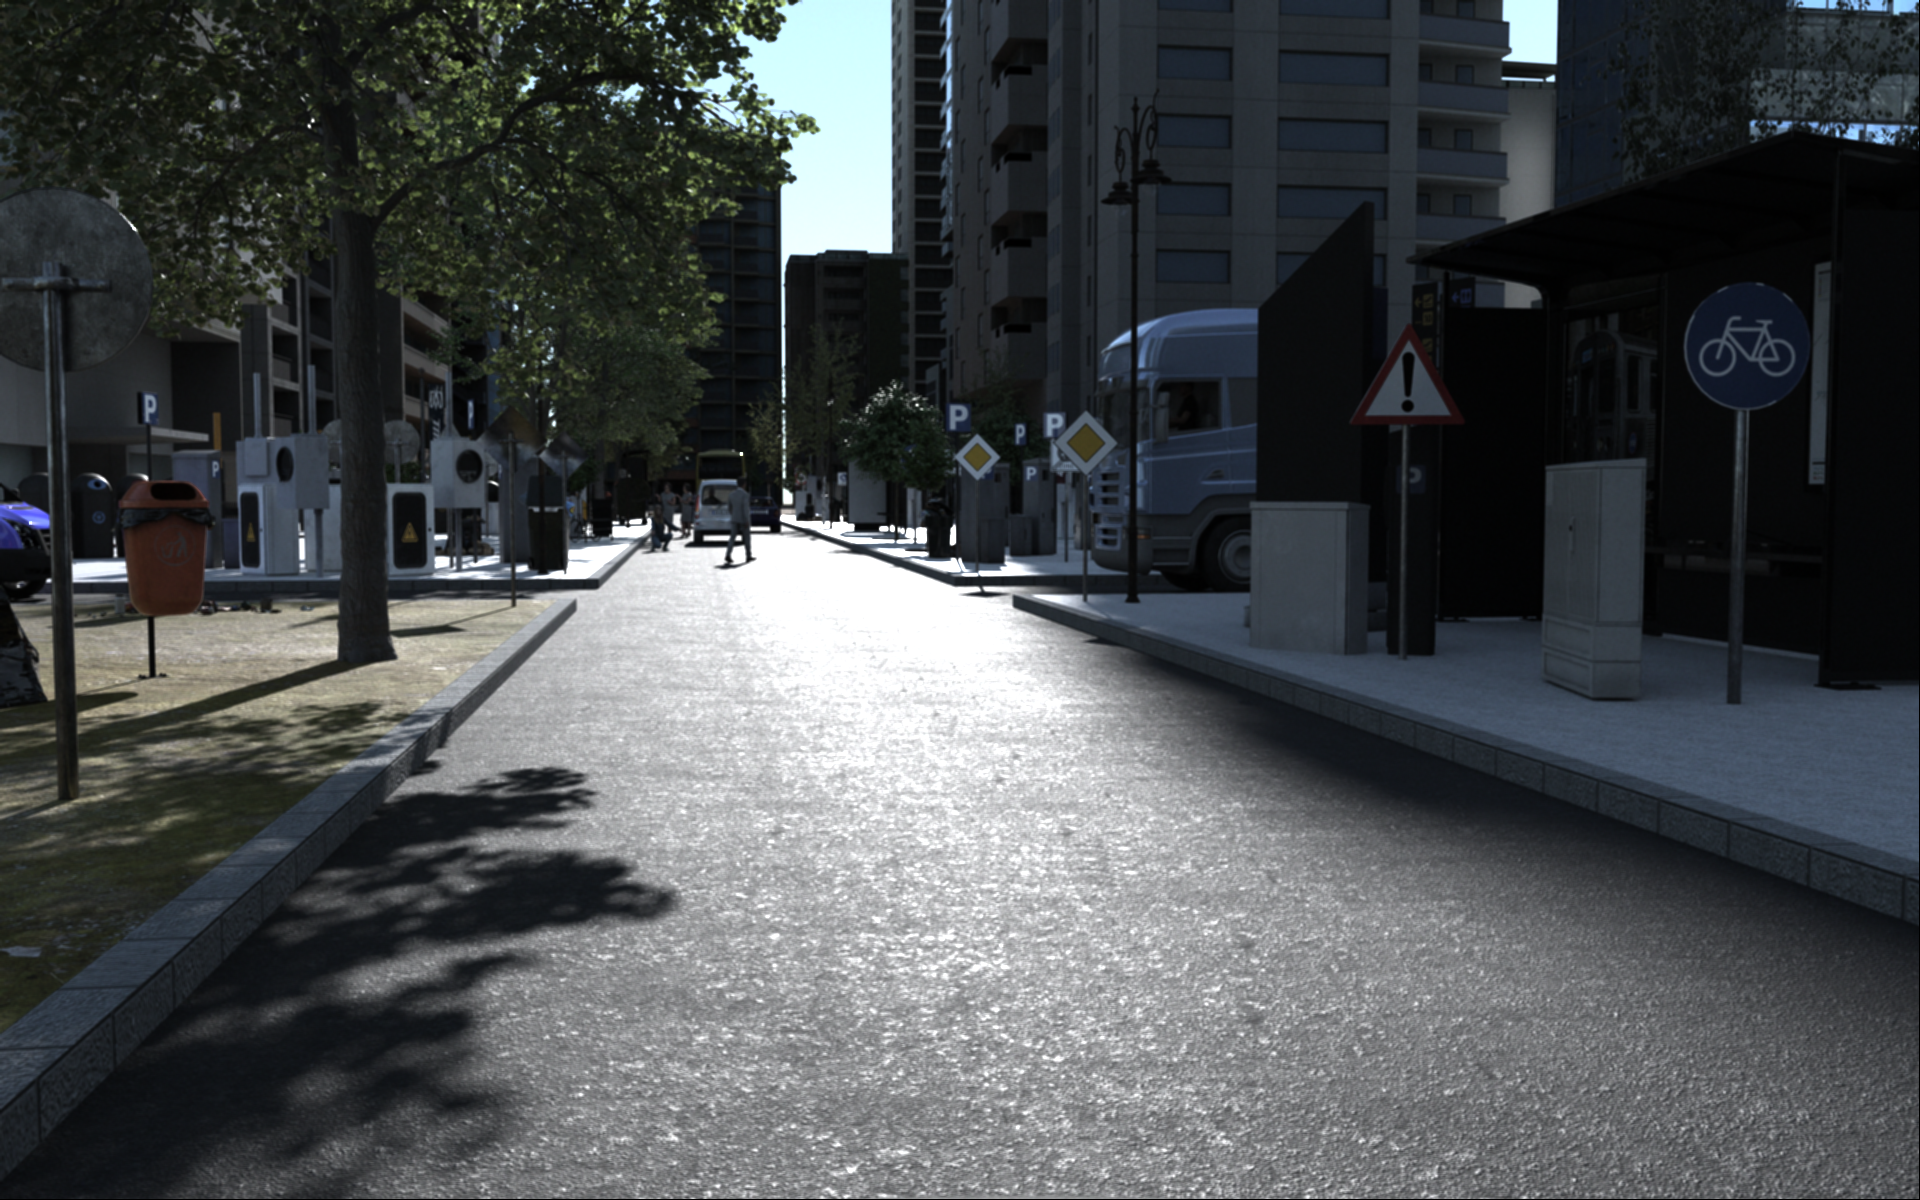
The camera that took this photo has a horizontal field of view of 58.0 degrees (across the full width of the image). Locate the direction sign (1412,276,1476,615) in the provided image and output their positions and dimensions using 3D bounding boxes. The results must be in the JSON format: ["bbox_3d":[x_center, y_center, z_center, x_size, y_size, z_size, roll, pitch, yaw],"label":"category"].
[{"bbox_3d":[5.129,-1.620,18.488,0.379,3.537,0.876,-2,4,-30],"label":"direction sign"}]

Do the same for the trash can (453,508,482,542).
[{"bbox_3d":[-11.083,-1.671,38.977,0.748,1.137,0.748,0,3,0],"label":"trash can"}]

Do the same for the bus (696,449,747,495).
[{"bbox_3d":[-13.057,-6.312,94.748,2.896,3.916,12.252,0,4,-8],"label":"bus"}]

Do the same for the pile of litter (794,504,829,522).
[{"bbox_3d":[-6.859,-4.057,80.296,1.719,0.858,1.176,-1,4,-9],"label":"pile of litter"}]

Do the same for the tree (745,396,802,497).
[{"bbox_3d":[-14.162,-10.965,129.641,4.360,8.622,3.978,0,3,0],"label":"tree"}]

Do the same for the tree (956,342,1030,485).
[{"bbox_3d":[1.566,-8.121,83.139,4.737,8.622,4.395,0,3,0],"label":"tree"}]

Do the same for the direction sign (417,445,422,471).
[{"bbox_3d":[-25.075,-5.411,80.461,0.379,3.537,0.876,-2,4,-30],"label":"direction sign"}]

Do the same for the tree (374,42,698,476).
[{"bbox_3d":[-9.859,-7.013,40.419,9.928,11.665,9.643,0,3,0],"label":"tree"}]

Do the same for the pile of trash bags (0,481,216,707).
[{"bbox_3d":[-6.422,-0.069,10.885,1.912,1.369,3.447,3,5,42],"label":"pile of trash bags"}]

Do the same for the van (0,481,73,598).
[{"bbox_3d":[-14.726,-1.139,23.012,5.245,2.365,2.240,0,4,-7],"label":"van"}]

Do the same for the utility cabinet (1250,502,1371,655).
[{"bbox_3d":[2.860,-0.186,14.208,0.306,1.237,1.020,-3,5,-40],"label":"utility cabinet"}]

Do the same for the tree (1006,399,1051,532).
[{"bbox_3d":[1.643,-4.650,59.737,4.285,4.588,4.351,0,3,0],"label":"tree"}]

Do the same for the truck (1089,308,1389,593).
[{"bbox_3d":[10.610,-2.201,25.738,18.799,4.110,2.967,-1,4,-10],"label":"truck"}]

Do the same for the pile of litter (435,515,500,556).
[{"bbox_3d":[-10.304,-1.367,36.317,1.719,0.858,1.176,1,4,19],"label":"pile of litter"}]

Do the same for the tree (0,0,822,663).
[{"bbox_3d":[-5.047,-5.808,13.082,7.486,12.596,7.792,0,3,0],"label":"tree"}]

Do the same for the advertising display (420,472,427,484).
[{"bbox_3d":[-15.617,-2.768,50.471,0.123,1.923,0.974,-1,4,-12],"label":"advertising display"}]

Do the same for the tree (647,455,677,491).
[{"bbox_3d":[-28.757,-13.326,168.237,4.360,8.622,3.978,0,3,0],"label":"tree"}]

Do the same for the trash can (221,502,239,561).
[{"bbox_3d":[-13.342,-1.245,32.017,0.748,1.137,0.748,0,3,0],"label":"trash can"}]

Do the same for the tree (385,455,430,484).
[{"bbox_3d":[-16.882,-3.556,52.742,1.663,3.219,1.824,0,3,0],"label":"tree"}]

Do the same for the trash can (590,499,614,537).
[{"bbox_3d":[-10.801,-2.483,52.251,0.748,1.137,0.748,0,3,0],"label":"trash can"}]

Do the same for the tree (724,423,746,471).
[{"bbox_3d":[-20.797,-13.422,169.817,4.737,8.622,4.395,0,3,0],"label":"tree"}]

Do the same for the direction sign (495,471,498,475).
[{"bbox_3d":[-19.464,-4.889,71.937,0.876,3.537,0.379,-1,4,-16],"label":"direction sign"}]

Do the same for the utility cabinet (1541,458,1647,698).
[{"bbox_3d":[4.085,-0.157,11.245,0.318,1.500,1.173,0,4,4],"label":"utility cabinet"}]

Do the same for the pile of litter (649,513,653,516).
[{"bbox_3d":[-18.495,-5.352,101.478,1.176,0.858,1.719,0,4,2],"label":"pile of litter"}]

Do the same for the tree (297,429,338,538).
[{"bbox_3d":[-19.582,-3.470,51.334,1.663,3.219,1.824,0,3,0],"label":"tree"}]

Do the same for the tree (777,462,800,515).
[{"bbox_3d":[-10.059,-6.773,105.341,1.663,3.219,1.824,0,3,0],"label":"tree"}]

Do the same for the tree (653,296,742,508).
[{"bbox_3d":[-26.614,-18.413,156.937,12.611,20.169,13.585,0,3,0],"label":"tree"}]

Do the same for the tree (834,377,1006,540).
[{"bbox_3d":[-1.694,-3.960,48.464,4.285,4.588,4.351,0,3,0],"label":"tree"}]

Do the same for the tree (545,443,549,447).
[{"bbox_3d":[-23.827,-6.874,96.108,4.285,4.588,4.351,0,3,0],"label":"tree"}]

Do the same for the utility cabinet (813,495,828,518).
[{"bbox_3d":[-7.706,-5.087,94.338,1.020,1.237,0.306,1,4,12],"label":"utility cabinet"}]

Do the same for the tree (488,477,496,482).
[{"bbox_3d":[-20.684,-4.859,74.042,1.663,3.219,1.824,0,3,0],"label":"tree"}]

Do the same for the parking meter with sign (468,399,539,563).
[{"bbox_3d":[-8.230,-2.207,32.352,1.738,3.016,0.543,-2,4,-27],"label":"parking meter with sign"}]

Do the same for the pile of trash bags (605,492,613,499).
[{"bbox_3d":[-18.469,-4.530,83.825,3.447,1.369,1.912,1,4,10],"label":"pile of trash bags"}]

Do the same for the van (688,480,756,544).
[{"bbox_3d":[-7.082,-2.725,51.557,2.013,2.044,4.112,0,4,-7],"label":"van"}]

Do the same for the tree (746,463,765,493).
[{"bbox_3d":[-21.536,-11.704,175.070,4.285,4.588,4.351,0,3,0],"label":"tree"}]

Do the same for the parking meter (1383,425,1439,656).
[{"bbox_3d":[3.598,-0.497,13.844,0.399,1.863,0.255,1,4,22],"label":"parking meter"}]

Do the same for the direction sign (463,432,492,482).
[{"bbox_3d":[-17.754,-4.378,63.585,0.876,3.537,0.379,-1,4,-16],"label":"direction sign"}]

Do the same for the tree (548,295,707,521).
[{"bbox_3d":[-15.902,-8.949,80.723,7.601,10.594,8.767,1,4,17],"label":"tree"}]

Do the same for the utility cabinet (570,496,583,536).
[{"bbox_3d":[-12.096,-2.567,53.140,1.020,1.237,0.306,-3,4,-38],"label":"utility cabinet"}]

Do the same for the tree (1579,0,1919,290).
[{"bbox_3d":[8.818,-4.215,19.284,4.360,8.622,3.978,0,3,0],"label":"tree"}]

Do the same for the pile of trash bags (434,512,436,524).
[{"bbox_3d":[-12.856,-1.806,39.280,1.912,1.369,3.447,-2,4,-26],"label":"pile of trash bags"}]

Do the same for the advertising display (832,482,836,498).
[{"bbox_3d":[-6.664,-5.295,91.793,0.123,1.923,0.974,0,3,0],"label":"advertising display"}]

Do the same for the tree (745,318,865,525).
[{"bbox_3d":[-5.834,-7.449,72.149,4.737,8.622,4.395,0,3,0],"label":"tree"}]

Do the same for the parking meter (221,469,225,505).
[{"bbox_3d":[-14.565,-1.716,33.774,0.255,1.863,0.399,2,4,35],"label":"parking meter"}]

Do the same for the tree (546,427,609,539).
[{"bbox_3d":[-11.170,-3.390,50.033,1.663,3.219,1.824,0,3,0],"label":"tree"}]

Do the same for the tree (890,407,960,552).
[{"bbox_3d":[-0.801,-2.693,38.636,1.663,3.219,1.824,0,3,0],"label":"tree"}]
